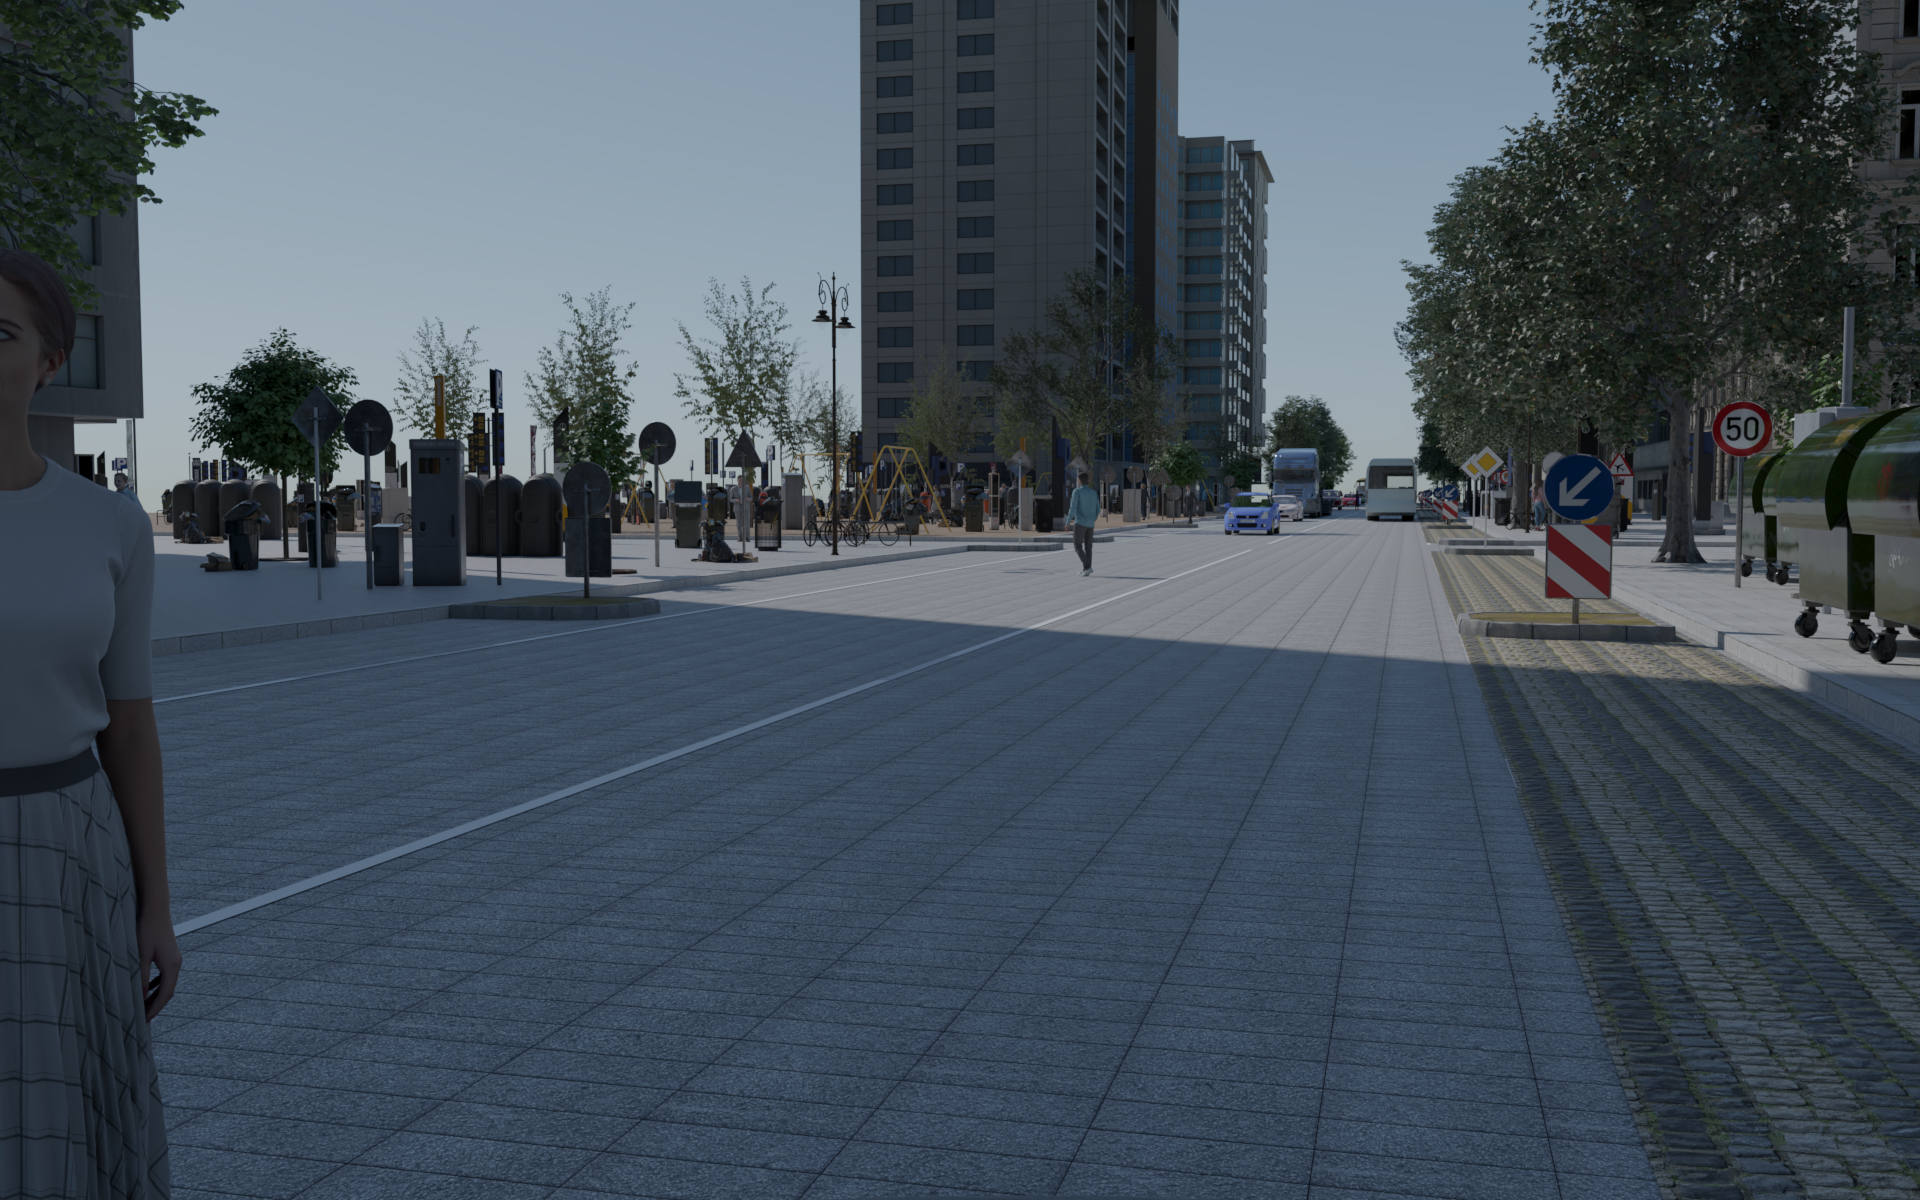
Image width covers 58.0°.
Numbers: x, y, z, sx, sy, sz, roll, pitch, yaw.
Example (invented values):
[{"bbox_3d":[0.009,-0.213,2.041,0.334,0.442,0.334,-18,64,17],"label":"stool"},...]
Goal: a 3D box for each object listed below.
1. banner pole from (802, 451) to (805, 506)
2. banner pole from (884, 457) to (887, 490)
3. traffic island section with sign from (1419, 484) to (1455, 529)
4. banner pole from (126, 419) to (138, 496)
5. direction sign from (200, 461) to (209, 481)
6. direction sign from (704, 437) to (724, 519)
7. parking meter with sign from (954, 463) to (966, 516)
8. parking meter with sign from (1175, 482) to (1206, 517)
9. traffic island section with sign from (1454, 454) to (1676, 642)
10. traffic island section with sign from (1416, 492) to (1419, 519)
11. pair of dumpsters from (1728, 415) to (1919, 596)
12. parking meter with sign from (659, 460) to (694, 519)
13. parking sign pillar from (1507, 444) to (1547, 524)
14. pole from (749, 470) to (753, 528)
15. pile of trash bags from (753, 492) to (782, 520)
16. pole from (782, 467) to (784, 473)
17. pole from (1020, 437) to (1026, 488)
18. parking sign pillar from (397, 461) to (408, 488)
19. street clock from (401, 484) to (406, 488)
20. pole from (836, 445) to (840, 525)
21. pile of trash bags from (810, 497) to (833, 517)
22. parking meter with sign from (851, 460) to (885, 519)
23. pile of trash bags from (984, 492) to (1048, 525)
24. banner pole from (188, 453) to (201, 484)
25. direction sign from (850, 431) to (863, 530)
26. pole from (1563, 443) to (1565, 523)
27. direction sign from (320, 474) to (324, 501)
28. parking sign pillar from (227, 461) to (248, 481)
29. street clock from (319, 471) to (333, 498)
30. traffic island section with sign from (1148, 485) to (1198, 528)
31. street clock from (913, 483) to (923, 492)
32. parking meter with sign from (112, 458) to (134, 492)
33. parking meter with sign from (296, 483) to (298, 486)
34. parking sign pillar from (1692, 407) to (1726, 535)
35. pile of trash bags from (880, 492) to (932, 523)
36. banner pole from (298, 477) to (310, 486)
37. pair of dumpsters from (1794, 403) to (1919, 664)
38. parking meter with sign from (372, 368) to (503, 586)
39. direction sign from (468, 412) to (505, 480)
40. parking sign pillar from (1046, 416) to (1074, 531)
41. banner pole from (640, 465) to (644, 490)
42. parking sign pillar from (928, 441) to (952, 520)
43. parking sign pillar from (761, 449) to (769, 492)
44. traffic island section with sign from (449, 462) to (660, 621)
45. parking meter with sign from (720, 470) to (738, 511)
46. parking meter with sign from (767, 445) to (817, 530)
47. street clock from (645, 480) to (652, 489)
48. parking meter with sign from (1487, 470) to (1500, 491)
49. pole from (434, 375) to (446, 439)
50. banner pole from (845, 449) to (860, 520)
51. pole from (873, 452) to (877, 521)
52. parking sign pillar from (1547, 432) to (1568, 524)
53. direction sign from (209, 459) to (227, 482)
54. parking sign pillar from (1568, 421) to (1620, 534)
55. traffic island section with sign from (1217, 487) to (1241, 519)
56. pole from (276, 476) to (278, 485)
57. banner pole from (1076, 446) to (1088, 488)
[{"bbox_3d":[-9.010,-6.702,99.593,0.401,3.779,0.863,1,4,9],"label":"banner pole"},{"bbox_3d":[-5.030,-7.766,116.986,0.401,3.779,0.863,1,4,8],"label":"banner pole"},{"bbox_3d":[20.035,-3.831,71.259,1.989,1.847,2.006,1,4,14],"label":"traffic island section with sign"},{"bbox_3d":[-24.437,-3.739,51.150,0.863,3.779,0.401,3,5,44],"label":"banner pole"},{"bbox_3d":[-53.545,-8.038,123.421,0.876,3.537,0.379,-1,4,-22],"label":"direction sign"},{"bbox_3d":[-9.962,-4.739,69.474,0.379,3.537,0.876,-3,5,-44],"label":"direction sign"},{"bbox_3d":[-0.077,-6.087,95.787,0.543,3.016,1.738,1,4,10],"label":"parking meter with sign"},{"bbox_3d":[13.085,-6.251,98.458,1.738,3.016,0.543,1,4,20],"label":"parking meter with sign"},{"bbox_3d":[6.166,-0.561,17.799,1.989,1.847,2.006,1,4,14],"label":"traffic island section with sign"},{"bbox_3d":[26.788,-5.427,97.358,1.989,1.847,2.006,1,4,14],"label":"traffic island section with sign"},{"bbox_3d":[12.144,-1.351,24.586,1.574,2.255,4.437,1,4,14],"label":"pair of dumpsters"},{"bbox_3d":[-14.516,-5.640,88.476,1.738,3.016,0.543,-1,4,-20],"label":"parking meter with sign"},{"bbox_3d":[23.838,-5.215,73.745,1.447,3.967,1.447,-1,4,-12],"label":"parking sign pillar"},{"bbox_3d":[-7.945,-4.390,65.625,0.158,3.312,0.155,0,3,0],"label":"pole"},{"bbox_3d":[-9.515,-4.615,85.205,1.912,1.369,3.447,0,4,-2],"label":"pile of trash bags"},{"bbox_3d":[-13.254,-8.289,129.360,0.158,3.312,0.155,0,3,0],"label":"pole"},{"bbox_3d":[2.254,-4.180,62.187,0.158,3.312,0.155,0,3,0],"label":"pole"},{"bbox_3d":[-45.177,-9.240,139.543,1.447,3.967,1.447,3,5,41],"label":"parking sign pillar"},{"bbox_3d":[-41.406,-7.593,128.719,0.471,2.002,0.358,-1,4,-19],"label":"street clock"},{"bbox_3d":[-5.086,-4.770,71.839,0.158,3.312,0.155,0,3,0],"label":"pole"},{"bbox_3d":[-6.863,-5.389,97.870,3.447,1.369,1.912,0,4,0],"label":"pile of trash bags"},{"bbox_3d":[-4.729,-5.622,88.175,1.738,3.016,0.543,2,4,25],"label":"parking meter with sign"},{"bbox_3d":[2.628,-3.887,73.303,3.447,1.369,1.912,-1,4,-14],"label":"pile of trash bags"},{"bbox_3d":[-46.205,-7.001,104.490,0.863,3.779,0.401,0,4,-8],"label":"banner pole"},{"bbox_3d":[-3.731,-4.314,62.526,0.379,3.537,0.876,2,4,25],"label":"direction sign"},{"bbox_3d":[24.241,-4.640,69.700,0.158,3.312,0.155,0,3,0],"label":"pole"},{"bbox_3d":[-14.427,-2.883,39.133,0.876,3.537,0.379,3,4,37],"label":"direction sign"},{"bbox_3d":[-52.325,-8.378,125.455,1.447,3.967,1.447,0,4,-3],"label":"parking sign pillar"},{"bbox_3d":[-15.957,-2.386,43.578,0.358,2.002,0.471,0,4,3],"label":"street clock"},{"bbox_3d":[9.128,-3.992,73.890,1.989,1.847,2.006,1,4,14],"label":"traffic island section with sign"},{"bbox_3d":[-2.988,-6.954,118.265,0.471,2.002,0.358,3,4,37],"label":"street clock"},{"bbox_3d":[-42.675,-5.654,88.706,1.738,3.016,0.543,2,4,35],"label":"parking meter with sign"},{"bbox_3d":[-46.971,-7.789,123.608,1.738,3.016,0.543,3,4,36],"label":"parking meter with sign"},{"bbox_3d":[23.282,-4.028,54.324,1.447,3.967,1.447,1,4,16],"label":"parking sign pillar"},{"bbox_3d":[-2.167,-4.111,76.966,1.912,1.369,3.447,2,4,25],"label":"pile of trash bags"},{"bbox_3d":[-35.650,-6.380,94.330,0.863,3.779,0.401,-3,5,-40],"label":"banner pole"},{"bbox_3d":[7.590,-0.664,13.353,1.574,2.255,4.437,1,4,14],"label":"pair of dumpsters"},{"bbox_3d":[-7.316,-1.712,24.246,1.738,3.016,0.543,0,4,-5],"label":"parking meter with sign"},{"bbox_3d":[-13.056,-3.428,48.053,0.876,3.537,0.379,0,4,3],"label":"direction sign"},{"bbox_3d":[3.548,-4.413,60.627,1.447,3.967,1.447,1,4,15],"label":"parking sign pillar"},{"bbox_3d":[-15.140,-5.655,82.481,0.401,3.779,0.863,-2,4,-24],"label":"banner pole"},{"bbox_3d":[-1.002,-6.080,87.873,1.447,3.967,1.447,-3,5,-42],"label":"parking sign pillar"},{"bbox_3d":[-11.619,-7.023,103.294,1.447,3.967,1.447,0,4,-7],"label":"parking sign pillar"},{"bbox_3d":[-4.683,-0.733,20.611,1.989,1.847,2.006,1,4,14],"label":"traffic island section with sign"},{"bbox_3d":[-17.032,-8.096,128.633,0.543,3.016,1.738,2,4,35],"label":"parking meter with sign"},{"bbox_3d":[-6.009,-4.029,62.138,1.738,3.016,0.543,-2,4,-30],"label":"parking meter with sign"},{"bbox_3d":[-16.378,-5.294,91.121,0.358,2.002,0.471,-3,4,-37],"label":"street clock"},{"bbox_3d":[28.548,-5.920,93.057,0.543,3.016,1.738,2,4,34],"label":"parking meter with sign"},{"bbox_3d":[-8.957,-2.205,29.902,0.158,3.312,0.155,0,3,0],"label":"pole"},{"bbox_3d":[-5.216,-5.824,85.247,0.863,3.779,0.401,-1,4,-17],"label":"banner pole"},{"bbox_3d":[-4.124,-5.513,83.974,0.158,3.312,0.155,0,3,0],"label":"pole"},{"bbox_3d":[25.556,-5.189,73.309,1.447,3.967,1.447,1,4,14],"label":"parking sign pillar"},{"bbox_3d":[-48.218,-7.395,112.898,0.876,3.537,0.379,-3,5,-41],"label":"direction sign"},{"bbox_3d":[20.656,-4.139,56.145,1.447,3.967,1.447,1,4,23],"label":"parking sign pillar"},{"bbox_3d":[15.958,-5.605,100.276,1.989,1.847,2.006,1,4,14],"label":"traffic island section with sign"},{"bbox_3d":[-40.335,-6.626,102.174,0.158,3.312,0.155,0,3,0],"label":"pole"},{"bbox_3d":[6.276,-6.112,89.952,0.863,3.779,0.401,1,4,23],"label":"banner pole"}]
